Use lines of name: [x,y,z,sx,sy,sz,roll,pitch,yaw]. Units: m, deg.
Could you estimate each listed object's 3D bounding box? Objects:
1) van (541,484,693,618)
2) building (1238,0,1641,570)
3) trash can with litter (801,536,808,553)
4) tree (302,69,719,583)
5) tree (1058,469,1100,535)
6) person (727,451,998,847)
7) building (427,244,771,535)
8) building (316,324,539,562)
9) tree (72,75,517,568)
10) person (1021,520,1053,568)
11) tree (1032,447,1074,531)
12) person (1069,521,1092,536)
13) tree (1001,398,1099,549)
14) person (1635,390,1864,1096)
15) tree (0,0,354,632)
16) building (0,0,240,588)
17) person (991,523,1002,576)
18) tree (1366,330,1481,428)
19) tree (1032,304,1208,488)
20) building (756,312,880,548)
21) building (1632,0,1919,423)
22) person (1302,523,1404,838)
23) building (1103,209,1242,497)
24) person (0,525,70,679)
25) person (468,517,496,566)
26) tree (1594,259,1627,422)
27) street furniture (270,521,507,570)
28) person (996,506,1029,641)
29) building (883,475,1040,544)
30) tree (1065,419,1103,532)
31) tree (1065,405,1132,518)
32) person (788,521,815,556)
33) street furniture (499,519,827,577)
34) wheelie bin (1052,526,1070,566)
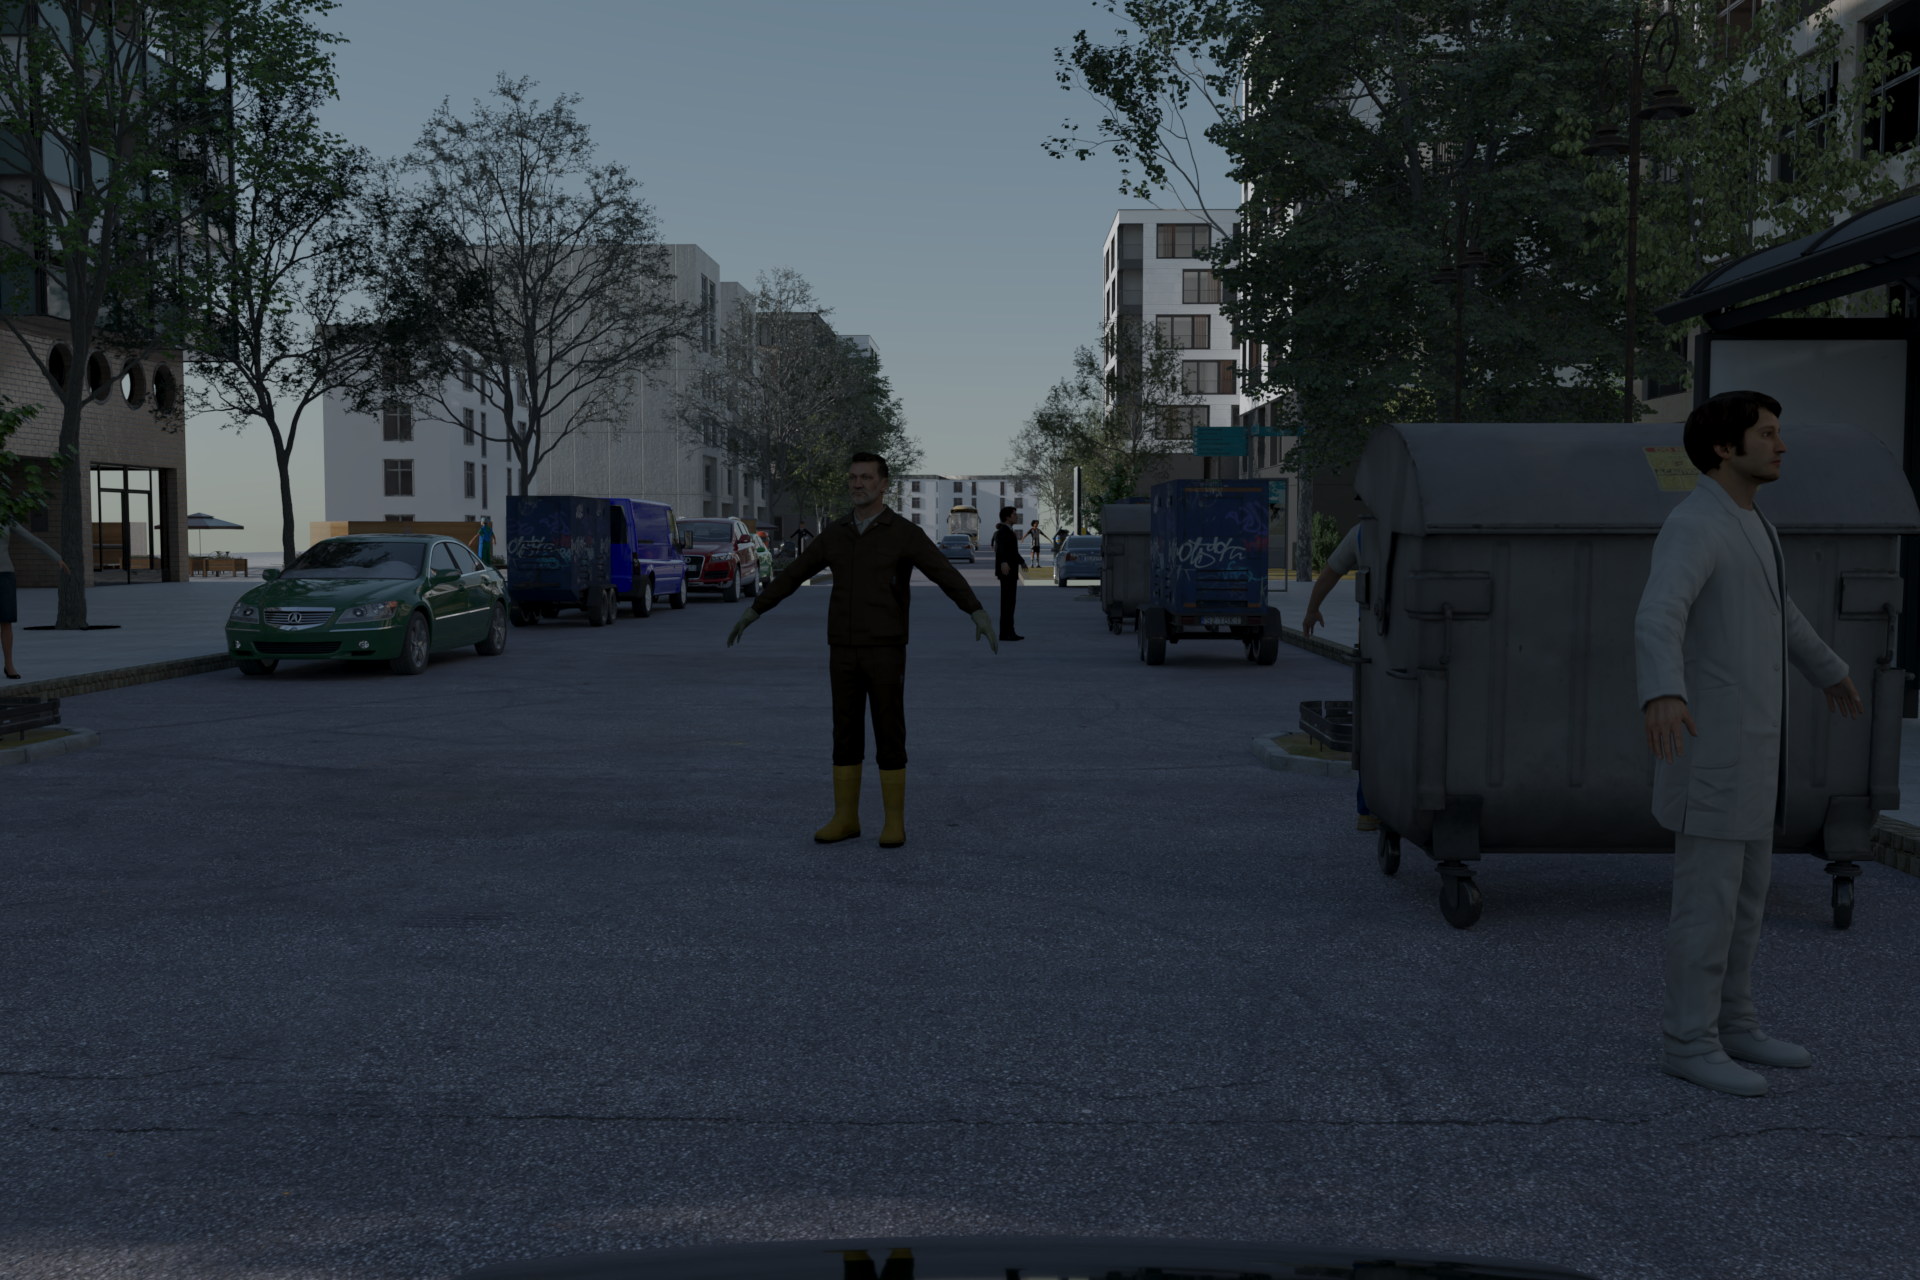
van: [-6.231,-1.651,31.374,2.240,2.365,5.245,0,4,2]
building: [26.007,-14.217,76.427,27.936,21.610,32.646,0,4,1]
trash can with litter: [-5.926,-3.465,67.708,1.678,1.210,2.233,0,4,1]
tree: [-11.500,-8.271,45.608,12.009,13.543,11.850,0,3,0]
tree: [17.965,-20.700,245.102,9.857,13.997,8.962,0,3,0]
person: [-0.436,0.035,8.027,1.346,1.812,0.704,1,4,20]
building: [-23.900,-15.620,121.850,16.747,18.905,31.486,0,4,2]
building: [-24.815,-8.644,83.484,9.099,9.664,28.070,0,4,1]
tree: [-12.699,-6.018,32.810,8.767,10.594,7.601,-1,4,-15]
person: [2.872,-3.640,65.660,1.345,1.843,0.704,-2,4,-24]
tree: [7.898,-11.572,139.558,4.360,8.622,3.978,0,3,0]
person: [4.892,-3.928,70.196,1.349,1.833,0.705,0,4,-8]
tree: [8.625,-14.883,153.698,12.009,13.543,11.850,0,3,0]
person: [2.056,0.248,4.581,0.705,1.806,1.347,3,5,44]
tree: [-11.783,-5.944,22.936,9.928,11.665,9.643,0,3,0]
building: [-30.526,-13.470,26.812,21.656,26.213,47.522,0,4,0]
person: [1.352,-3.046,58.449,0.705,1.806,1.347,-2,4,-29]
tree: [15.801,-6.598,58.243,4.737,8.622,4.395,0,3,0]
tree: [6.610,-8.379,71.405,8.767,10.594,7.601,2,4,27]
building: [-23.272,-20.309,176.034,27.936,21.610,32.646,0,4,2]
building: [27.408,-13.817,29.106,19.350,26.588,34.151,0,4,1]
person: [2.107,0.001,8.300,0.705,1.847,1.347,-3,4,-36]
building: [24.122,-17.209,125.339,27.936,21.610,32.646,0,4,1]
person: [-8.485,-0.513,15.212,1.217,1.735,0.721,-3,5,-42]
person: [-15.350,-3.044,55.902,0.704,1.817,1.347,1,4,22]
tree: [23.734,-7.856,54.209,9.928,11.665,9.643,0,3,0]
street furniture: [-20.704,-3.285,60.570,9.812,1.723,11.010,-3,4,-36]
person: [0.681,-0.899,23.335,0.705,1.806,1.347,1,4,14]
building: [-2.863,-18.323,244.185,28.070,9.664,9.099,0,4,7]
tree: [7.629,-9.452,104.908,4.360,8.622,3.978,0,3,0]
tree: [7.732,-9.115,99.389,4.360,8.622,3.978,0,3,0]
person: [-6.794,-4.194,74.499,1.347,1.837,0.705,0,4,6]
street furniture: [-7.851,-2.786,52.404,9.812,1.723,11.010,3,5,43]
wheelie bin: [3.936,-3.643,67.473,0.693,1.594,0.980,0,4,0]
